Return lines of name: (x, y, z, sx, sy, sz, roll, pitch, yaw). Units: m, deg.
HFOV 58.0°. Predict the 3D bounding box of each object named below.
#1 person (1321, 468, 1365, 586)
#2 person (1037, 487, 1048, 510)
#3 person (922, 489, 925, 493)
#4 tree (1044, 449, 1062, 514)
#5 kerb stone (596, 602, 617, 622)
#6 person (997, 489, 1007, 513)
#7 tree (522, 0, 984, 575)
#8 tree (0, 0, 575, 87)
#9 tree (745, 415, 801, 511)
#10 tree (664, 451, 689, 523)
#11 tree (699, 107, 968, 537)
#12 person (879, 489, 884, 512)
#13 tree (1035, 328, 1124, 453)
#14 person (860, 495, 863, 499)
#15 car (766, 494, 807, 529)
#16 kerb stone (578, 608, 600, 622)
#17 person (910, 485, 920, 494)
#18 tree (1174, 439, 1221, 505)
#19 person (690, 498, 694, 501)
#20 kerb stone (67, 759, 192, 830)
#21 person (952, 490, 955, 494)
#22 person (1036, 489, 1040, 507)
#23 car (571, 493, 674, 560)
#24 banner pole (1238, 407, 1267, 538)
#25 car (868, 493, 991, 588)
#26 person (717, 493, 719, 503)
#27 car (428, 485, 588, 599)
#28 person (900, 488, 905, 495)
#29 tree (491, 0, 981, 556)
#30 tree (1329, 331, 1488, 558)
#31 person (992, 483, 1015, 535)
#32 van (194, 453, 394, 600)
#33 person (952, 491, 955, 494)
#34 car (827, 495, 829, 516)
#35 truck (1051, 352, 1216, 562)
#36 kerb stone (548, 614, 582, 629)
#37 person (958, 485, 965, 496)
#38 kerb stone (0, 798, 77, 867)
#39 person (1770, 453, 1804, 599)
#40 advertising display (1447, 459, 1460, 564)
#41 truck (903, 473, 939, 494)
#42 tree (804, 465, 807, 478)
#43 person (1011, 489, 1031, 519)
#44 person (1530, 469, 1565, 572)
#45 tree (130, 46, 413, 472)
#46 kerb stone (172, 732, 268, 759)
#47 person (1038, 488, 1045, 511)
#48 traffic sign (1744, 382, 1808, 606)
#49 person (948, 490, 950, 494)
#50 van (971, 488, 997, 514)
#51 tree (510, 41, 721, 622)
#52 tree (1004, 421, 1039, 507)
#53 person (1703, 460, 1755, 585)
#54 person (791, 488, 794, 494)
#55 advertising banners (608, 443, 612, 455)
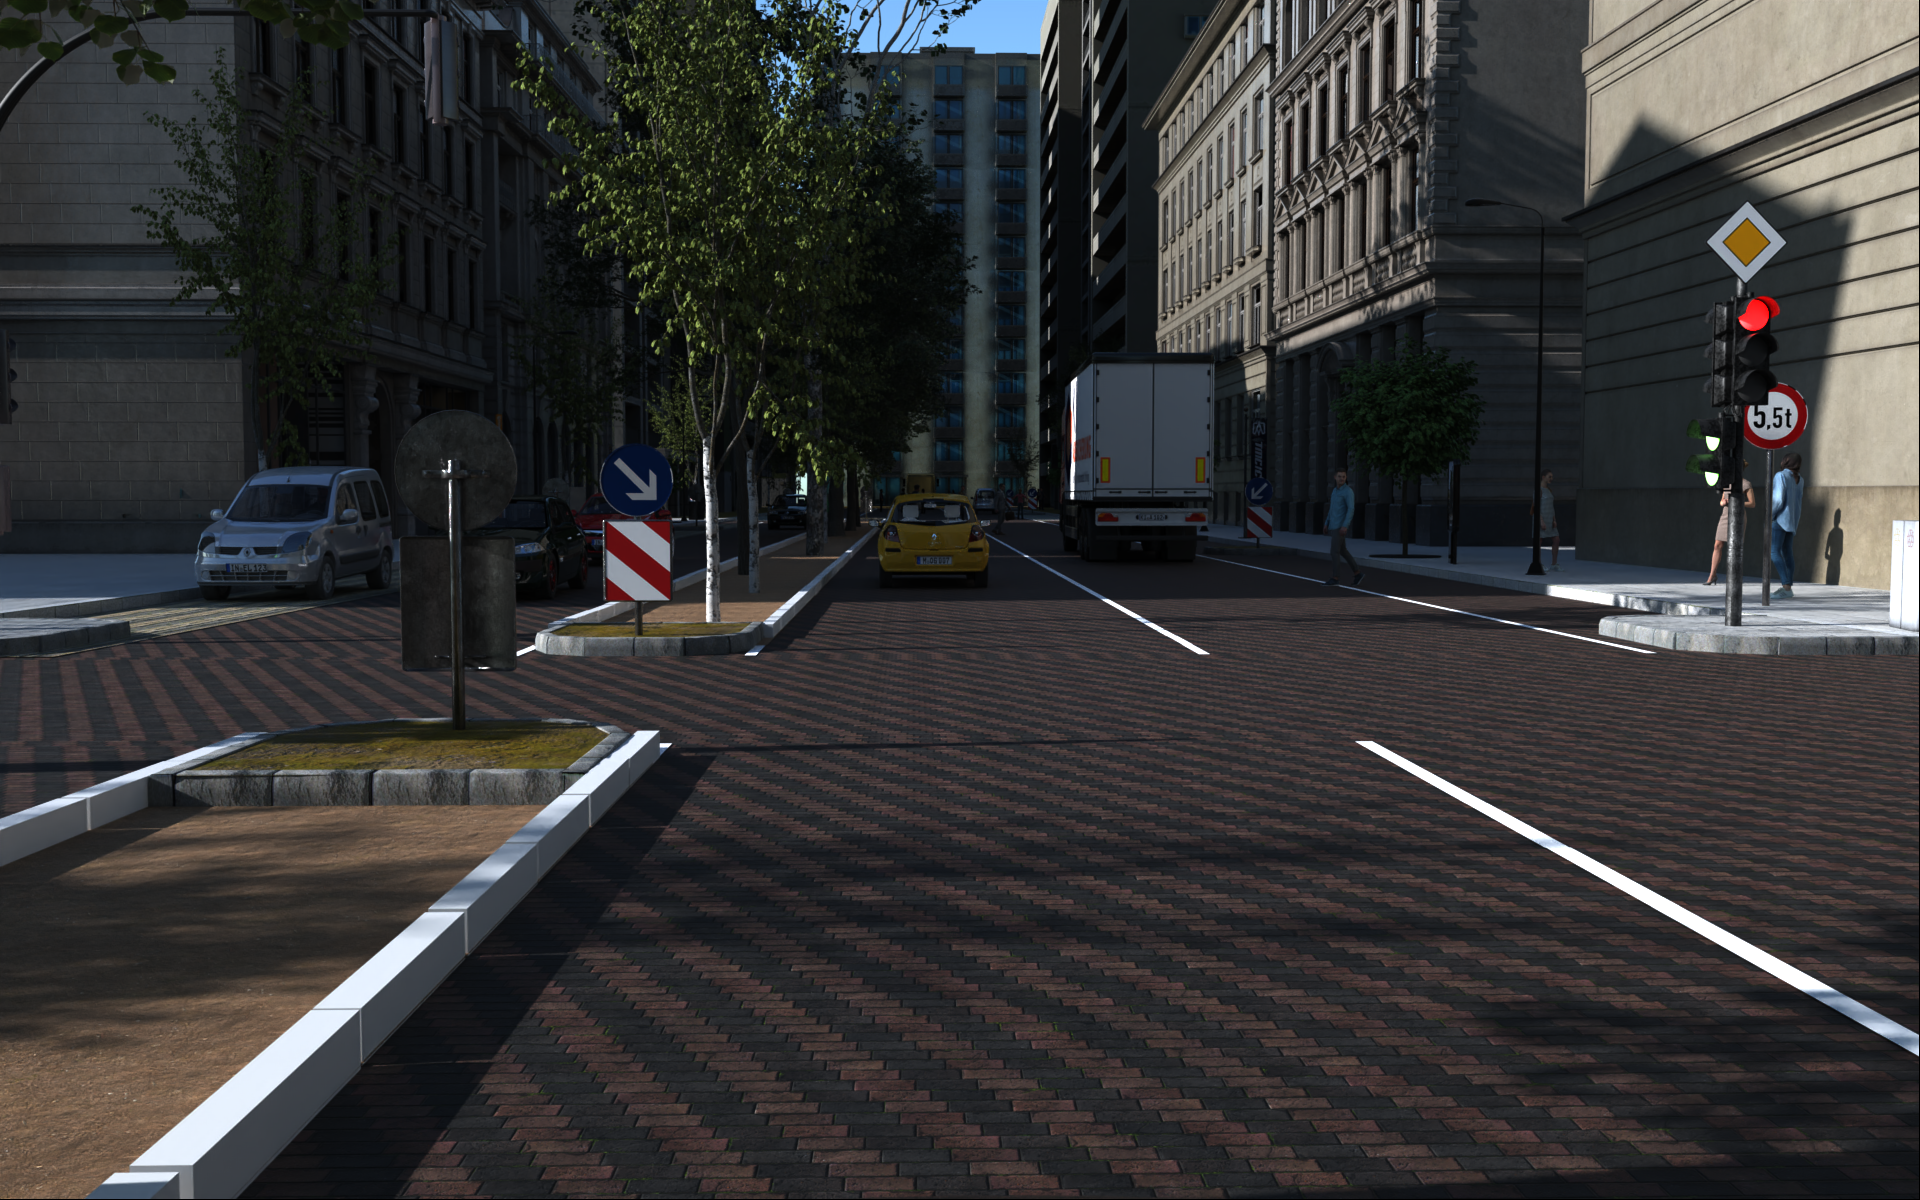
person: (5.972, -1.133, 26.888, 0.748, 1.841, 0.638, 0, 4, -2)
person: (6.714, -8.326, 142.182, 0.705, 1.824, 1.348, -2, 4, -35)
person: (-2.691, -7.139, 125.155, 1.348, 1.831, 0.705, -3, 5, -44)
tree: (7.038, -7.823, 111.626, 4.285, 4.588, 4.351, 0, 3, 0)
kerb stone: (-4.073, 0.162, 19.653, 0.120, 0.150, 1.000, 0, 4, -2)
person: (2.897, -7.306, 127.965, 1.348, 1.822, 0.705, -2, 4, -34)
tree: (-3.769, -5.734, 30.616, 8.767, 10.594, 7.601, 0, 4, -2)
tree: (-2.749, -5.035, 2.907, 7.486, 12.596, 7.792, 0, 3, 0)
tree: (-14.312, -11.078, 131.484, 4.360, 8.622, 3.978, 0, 3, 0)
tree: (-12.809, -5.047, 77.128, 1.663, 3.219, 1.824, 0, 3, 0)
tree: (-4.214, -9.106, 57.997, 9.857, 13.997, 8.962, 0, 3, 0)
person: (-6.181, -7.854, 136.877, 0.705, 1.831, 1.348, 0, 3, 0)
tree: (8.296, -9.911, 96.464, 8.767, 10.594, 7.601, 0, 4, 7)
person: (-9.163, -9.293, 161.222, 0.721, 1.735, 1.217, 0, 4, 7)
car: (-6.936, -3.762, 71.297, 2.009, 1.686, 4.222, 0, 4, -1)
kerb stone: (-4.048, 0.220, 18.631, 0.120, 0.150, 1.000, 0, 4, -2)
person: (-1.643, -3.323, 63.172, 0.623, 1.781, 0.721, 0, 4, 3)
tree: (8.197, -5.050, 66.284, 4.285, 4.588, 4.351, 0, 3, 0)
person: (-13.691, -5.083, 89.748, 0.643, 1.750, 0.593, 2, 4, 32)
kerb stone: (-3.753, 0.879, 7.826, 0.120, 0.150, 1.000, 0, 4, -2)
person: (-0.636, -9.080, 156.982, 1.348, 1.821, 0.705, 3, 5, 42)
person: (6.503, -8.402, 144.247, 1.217, 1.723, 0.721, -1, 4, -11)
car: (-7.065, -1.662, 36.215, 2.155, 1.783, 4.494, 0, 4, -3)
banner pole: (8.465, -3.669, 50.007, 0.863, 3.779, 0.401, 2, 4, 24)
car: (-0.472, -1.081, 27.904, 2.015, 1.641, 3.980, 0, 4, -3)
person: (-15.539, -6.260, 108.953, 0.434, 1.755, 0.990, 3, 5, 39)
car: (-6.449, -0.916, 24.771, 2.009, 1.686, 4.222, 0, 4, -3)
person: (-4.133, -7.270, 126.999, 0.705, 1.869, 1.348, -3, 5, -43)
tree: (-4.605, -11.140, 40.492, 12.611, 20.169, 13.585, 0, 3, 0)
tree: (9.129, -3.148, 35.188, 4.285, 4.588, 4.351, 0, 3, 0)
person: (1.471, -3.205, 61.025, 0.853, 1.813, 0.709, 1, 4, 22)
van: (-9.375, -1.075, 24.586, 2.013, 2.044, 4.112, 0, 4, -2)
person: (-0.661, -8.594, 149.718, 0.721, 1.736, 1.217, -2, 4, -33)
car: (-8.911, -6.065, 107.964, 1.959, 1.807, 4.718, 0, 4, -1)
truck: (3.783, -3.120, 39.918, 2.839, 4.237, 11.283, 0, 4, 0)
kerb stone: (-4.022, 0.281, 17.606, 0.120, 0.150, 1.000, 0, 4, -2)
person: (0.027, -4.429, 80.825, 0.836, 1.842, 0.656, -1, 4, -18)
kerb stone: (-3.729, 0.941, 6.805, 0.120, 0.150, 1.000, 0, 4, -2)
person: (10.179, -0.921, 21.359, 0.793, 1.790, 0.793, 1, 4, 21)
advertising display: (9.117, -1.639, 32.009, 0.123, 1.923, 0.974, 1, 4, 10)
truck: (-3.647, -10.116, 161.316, 3.469, 3.379, 9.791, 0, 4, -1)
tree: (-15.799, -13.383, 169.174, 4.360, 8.622, 3.978, 0, 3, 0)
person: (3.459, -5.467, 98.607, 1.217, 1.743, 0.721, 1, 4, 15)
person: (9.685, -1.324, 28.698, 0.512, 1.701, 0.522, -3, 4, -38)
tree: (-11.726, -4.847, 29.612, 4.737, 8.622, 4.395, 0, 3, 0)
kerb stone: (-3.781, 0.819, 8.848, 0.120, 0.150, 1.000, 0, 4, -2)
person: (6.410, -7.858, 135.056, 0.617, 1.759, 0.750, -1, 4, -18)
traffic sign: (9.244, -1.204, 19.792, 0.768, 2.556, 0.104, 0, 4, 8)
person: (-1.005, -9.485, 163.712, 0.705, 1.807, 1.348, -1, 4, -18)
van: (1.782, -7.153, 123.959, 2.013, 2.044, 4.112, 0, 4, -2)
tree: (-2.676, -4.025, 18.627, 4.737, 8.622, 4.395, 0, 3, 0)
tree: (6.055, -13.397, 169.406, 4.360, 8.622, 3.978, 0, 3, 0)
person: (10.726, -1.086, 24.141, 0.374, 1.781, 0.599, -2, 4, -32)
person: (-11.660, -6.930, 121.680, 0.599, 1.838, 0.709, -1, 4, -12)
advertising banners: (-12.151, -3.957, 60.889, 0.090, 3.025, 2.074, 0, 4, -1)
